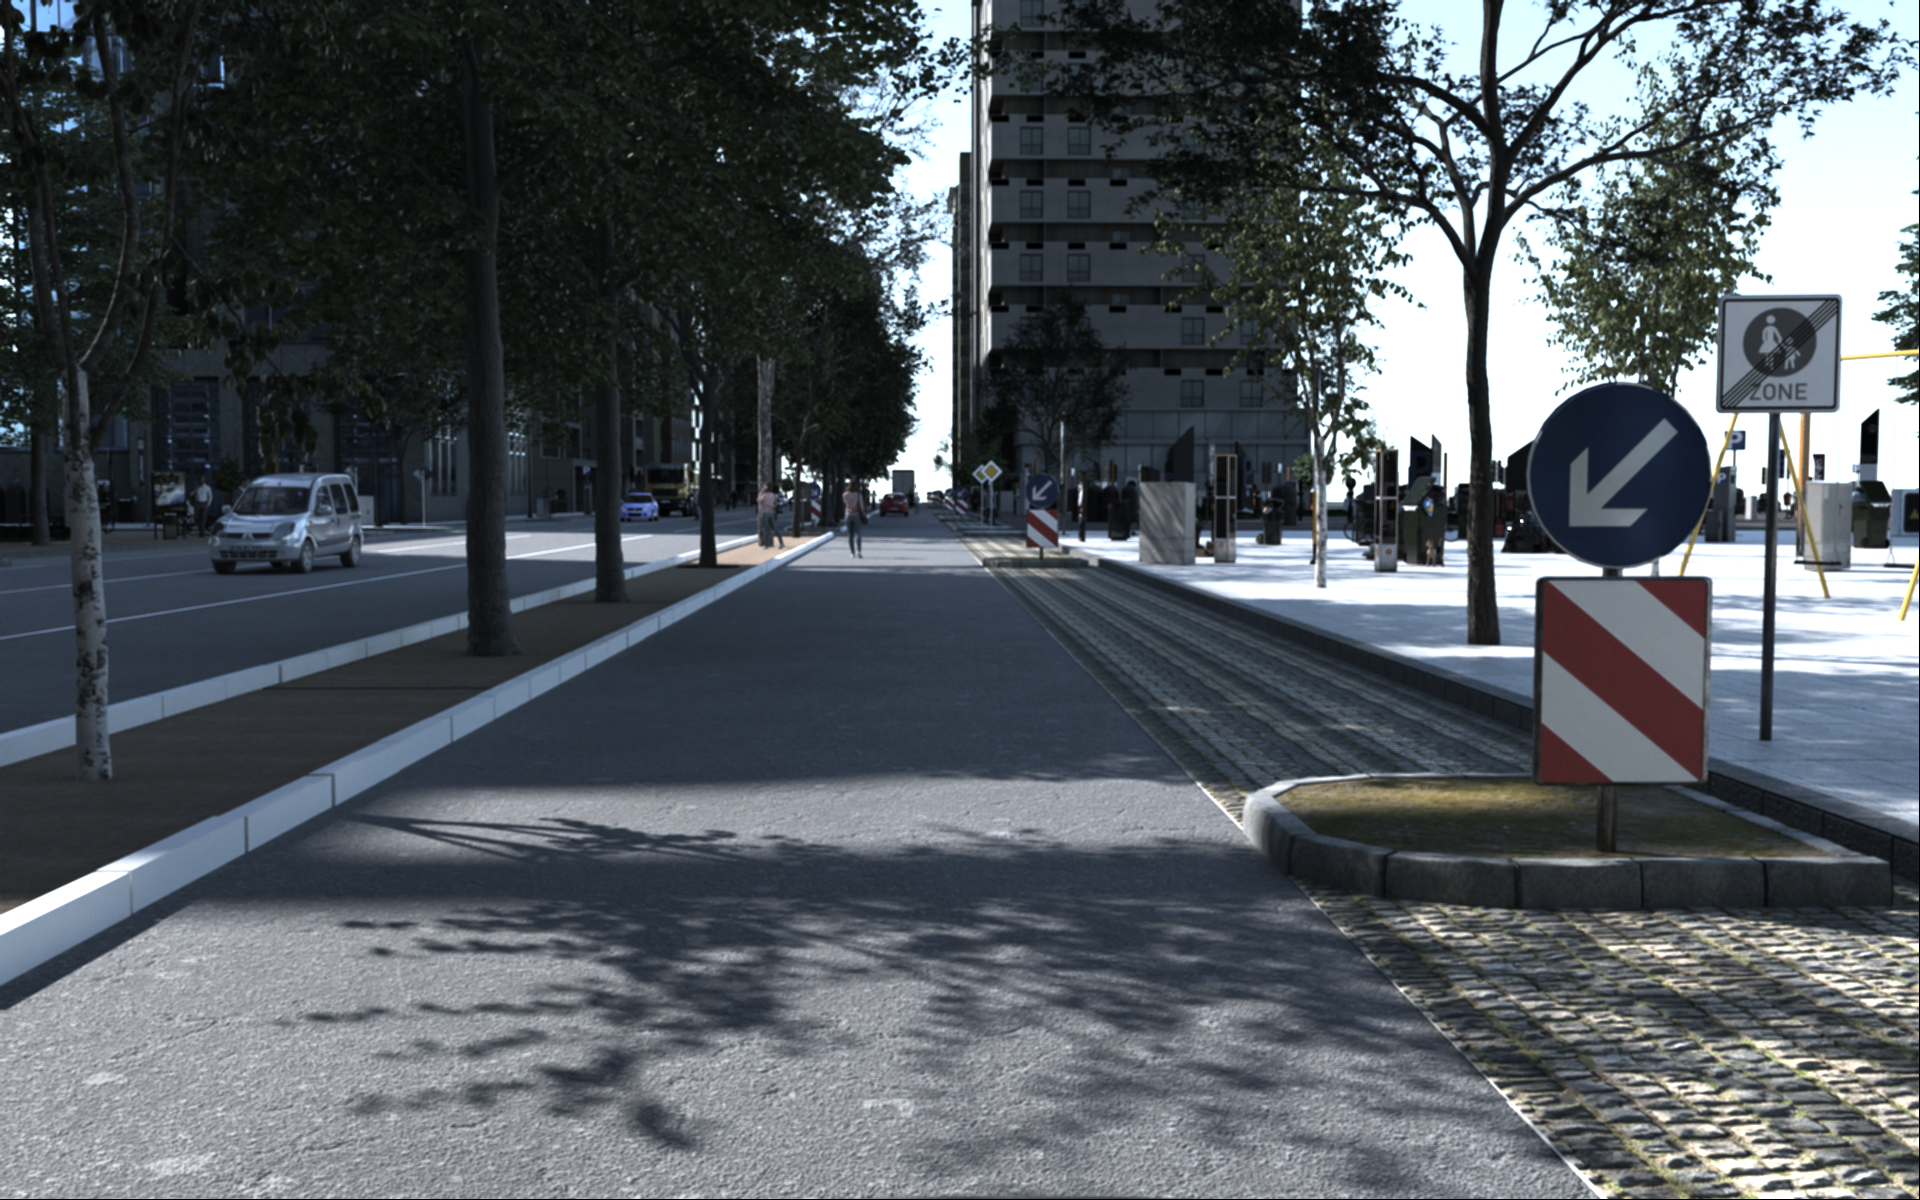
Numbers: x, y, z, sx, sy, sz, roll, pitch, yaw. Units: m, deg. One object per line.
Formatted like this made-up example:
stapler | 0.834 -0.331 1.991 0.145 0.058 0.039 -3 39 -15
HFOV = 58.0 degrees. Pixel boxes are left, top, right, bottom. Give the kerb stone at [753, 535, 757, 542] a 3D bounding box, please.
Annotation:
kerb stone | -6.228 -1.792 51.486 0.120 0.150 1.000 0 4 -2

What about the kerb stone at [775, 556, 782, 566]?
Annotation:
kerb stone | -3.658 -0.728 34.103 0.120 0.150 1.000 0 4 -2

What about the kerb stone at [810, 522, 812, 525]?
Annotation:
kerb stone | -6.997 -3.519 79.732 0.120 0.150 1.000 0 4 -2

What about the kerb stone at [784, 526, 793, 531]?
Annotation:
kerb stone | -6.670 -2.767 67.441 0.120 0.150 1.000 0 4 -2

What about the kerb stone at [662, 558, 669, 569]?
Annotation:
kerb stone | -5.724 -0.663 33.039 0.120 0.150 1.000 0 4 -2

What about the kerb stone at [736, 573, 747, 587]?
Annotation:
kerb stone | -3.463 -0.290 26.929 0.120 0.150 1.000 0 4 -2

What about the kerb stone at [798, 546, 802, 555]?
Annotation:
kerb stone | -3.820 -1.103 40.262 0.120 0.150 1.000 0 4 -2

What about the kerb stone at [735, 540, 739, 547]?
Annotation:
kerb stone | -6.088 -1.478 46.370 0.120 0.150 1.000 0 4 -2

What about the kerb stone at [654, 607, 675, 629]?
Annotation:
kerb stone | -3.229 0.214 18.699 0.120 0.150 1.000 0 4 -2

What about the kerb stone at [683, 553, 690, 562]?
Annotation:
kerb stone | -5.812 -0.849 36.112 0.120 0.150 1.000 0 4 -2

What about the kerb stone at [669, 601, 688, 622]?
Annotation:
kerb stone | -3.256 0.151 19.721 0.120 0.150 1.000 0 4 -2

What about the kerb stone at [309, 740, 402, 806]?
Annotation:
kerb stone | -2.943 0.841 8.449 0.120 0.150 1.000 0 4 -2

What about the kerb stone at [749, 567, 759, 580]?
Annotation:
kerb stone | -3.515 -0.415 28.975 0.120 0.150 1.000 0 4 -2

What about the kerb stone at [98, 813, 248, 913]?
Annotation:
kerb stone | -2.898 0.966 6.405 0.120 0.150 1.000 0 4 -2

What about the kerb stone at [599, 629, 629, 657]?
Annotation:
kerb stone | -3.148 0.402 15.624 0.120 0.150 1.000 0 4 -2

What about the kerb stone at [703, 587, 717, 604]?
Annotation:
kerb stone | -3.345 -0.037 22.797 0.120 0.150 1.000 0 4 -2

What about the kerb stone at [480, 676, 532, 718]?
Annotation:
kerb stone | -3.035 0.653 11.522 0.120 0.150 1.000 0 4 -2

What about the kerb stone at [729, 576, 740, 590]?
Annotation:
kerb stone | -3.433 -0.226 25.896 0.120 0.150 1.000 0 4 -2

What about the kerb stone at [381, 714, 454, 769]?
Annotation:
kerb stone | -2.979 0.779 9.477 0.120 0.150 1.000 0 4 -2

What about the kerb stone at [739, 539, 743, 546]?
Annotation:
kerb stone | -6.128 -1.540 47.391 0.120 0.150 1.000 0 4 -2

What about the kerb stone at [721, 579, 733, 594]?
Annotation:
kerb stone | -3.402 -0.164 24.870 0.120 0.150 1.000 0 4 -2

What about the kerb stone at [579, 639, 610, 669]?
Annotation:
kerb stone | -3.118 0.467 14.602 0.120 0.150 1.000 0 4 -2

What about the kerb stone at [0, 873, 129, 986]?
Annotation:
kerb stone | -2.865 1.029 5.383 0.120 0.150 1.000 0 4 -2

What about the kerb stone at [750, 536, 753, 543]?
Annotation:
kerb stone | -6.200 -1.729 50.463 0.120 0.150 1.000 0 4 -2

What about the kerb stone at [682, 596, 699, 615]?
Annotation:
kerb stone | -3.286 0.088 20.749 0.120 0.150 1.000 0 4 -2

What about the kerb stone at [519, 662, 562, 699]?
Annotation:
kerb stone | -3.063 0.590 12.546 0.120 0.150 1.000 0 4 -2

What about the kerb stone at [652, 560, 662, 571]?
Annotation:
kerb stone | -5.695 -0.600 32.012 0.120 0.150 1.000 0 4 -2

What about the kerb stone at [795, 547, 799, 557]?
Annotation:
kerb stone | -3.796 -1.042 39.239 0.120 0.150 1.000 0 4 -2

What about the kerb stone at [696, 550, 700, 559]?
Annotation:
kerb stone | -5.861 -0.977 38.165 0.120 0.150 1.000 0 4 -2

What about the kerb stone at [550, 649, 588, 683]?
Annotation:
kerb stone | -3.091 0.528 13.570 0.120 0.150 1.000 0 4 -2

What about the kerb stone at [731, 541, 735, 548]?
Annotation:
kerb stone | -6.059 -1.416 45.342 0.120 0.150 1.000 0 4 -2

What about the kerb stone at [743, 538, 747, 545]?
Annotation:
kerb stone | -6.143 -1.602 48.415 0.120 0.150 1.000 0 4 -2

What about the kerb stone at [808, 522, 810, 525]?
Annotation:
kerb stone | -6.950 -3.394 77.687 0.120 0.150 1.000 0 4 -2

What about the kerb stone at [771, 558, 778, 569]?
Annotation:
kerb stone | -3.622 -0.665 33.075 0.120 0.150 1.000 0 4 -2

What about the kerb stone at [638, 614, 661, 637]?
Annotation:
kerb stone | -3.209 0.277 17.670 0.120 0.150 1.000 0 4 -2

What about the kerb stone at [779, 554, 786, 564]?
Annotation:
kerb stone | -3.680 -0.789 35.128 0.120 0.150 1.000 0 4 -2

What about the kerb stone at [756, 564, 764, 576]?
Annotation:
kerb stone | -3.551 -0.478 30.003 0.120 0.150 1.000 0 4 -2

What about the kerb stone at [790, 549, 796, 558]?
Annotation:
kerb stone | -3.767 -0.979 38.200 0.120 0.150 1.000 0 4 -2

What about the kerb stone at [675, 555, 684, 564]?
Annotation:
kerb stone | -5.780 -0.788 35.090 0.120 0.150 1.000 0 4 -2

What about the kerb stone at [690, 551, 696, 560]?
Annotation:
kerb stone | -5.835 -0.914 37.137 0.120 0.150 1.000 0 4 -2

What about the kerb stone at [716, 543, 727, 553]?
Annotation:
kerb stone | -6.007 -1.291 43.299 0.120 0.150 1.000 0 4 -2

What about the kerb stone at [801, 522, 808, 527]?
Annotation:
kerb stone | -6.918 -3.331 76.659 0.120 0.150 1.000 0 4 -2

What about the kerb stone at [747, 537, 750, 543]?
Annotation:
kerb stone | -6.173 -1.664 49.436 0.120 0.150 1.000 0 4 -2

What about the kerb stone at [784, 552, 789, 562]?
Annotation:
kerb stone | -3.715 -0.853 36.149 0.120 0.150 1.000 0 4 -2

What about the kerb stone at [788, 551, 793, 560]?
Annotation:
kerb stone | -3.741 -0.913 37.171 0.120 0.150 1.000 0 4 -2

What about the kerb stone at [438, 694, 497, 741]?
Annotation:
kerb stone | -3.005 0.718 10.501 0.120 0.150 1.000 0 4 -2

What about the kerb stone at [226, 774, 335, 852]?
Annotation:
kerb stone | -2.923 0.911 7.427 0.120 0.150 1.000 0 4 -2

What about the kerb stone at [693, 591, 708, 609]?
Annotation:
kerb stone | -3.317 0.026 21.771 0.120 0.150 1.000 0 4 -2

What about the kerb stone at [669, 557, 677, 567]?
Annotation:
kerb stone | -5.755 -0.715 34.069 0.120 0.150 1.000 0 4 -2

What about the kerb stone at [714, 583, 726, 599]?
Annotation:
kerb stone | -3.369 -0.094 23.840 0.120 0.150 1.000 0 4 -2

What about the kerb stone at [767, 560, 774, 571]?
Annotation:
kerb stone | -3.592 -0.598 32.054 0.120 0.150 1.000 0 4 -2

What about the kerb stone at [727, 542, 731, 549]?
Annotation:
kerb stone | -6.038 -1.350 44.321 0.120 0.150 1.000 0 4 -2

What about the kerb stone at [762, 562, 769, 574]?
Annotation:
kerb stone | -3.572 -0.537 31.031 0.120 0.150 1.000 0 4 -2

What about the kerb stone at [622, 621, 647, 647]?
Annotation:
kerb stone | -3.169 0.339 16.648 0.120 0.150 1.000 0 4 -2

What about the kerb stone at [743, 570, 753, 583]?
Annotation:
kerb stone | -3.488 -0.350 27.953 0.120 0.150 1.000 0 4 -2
